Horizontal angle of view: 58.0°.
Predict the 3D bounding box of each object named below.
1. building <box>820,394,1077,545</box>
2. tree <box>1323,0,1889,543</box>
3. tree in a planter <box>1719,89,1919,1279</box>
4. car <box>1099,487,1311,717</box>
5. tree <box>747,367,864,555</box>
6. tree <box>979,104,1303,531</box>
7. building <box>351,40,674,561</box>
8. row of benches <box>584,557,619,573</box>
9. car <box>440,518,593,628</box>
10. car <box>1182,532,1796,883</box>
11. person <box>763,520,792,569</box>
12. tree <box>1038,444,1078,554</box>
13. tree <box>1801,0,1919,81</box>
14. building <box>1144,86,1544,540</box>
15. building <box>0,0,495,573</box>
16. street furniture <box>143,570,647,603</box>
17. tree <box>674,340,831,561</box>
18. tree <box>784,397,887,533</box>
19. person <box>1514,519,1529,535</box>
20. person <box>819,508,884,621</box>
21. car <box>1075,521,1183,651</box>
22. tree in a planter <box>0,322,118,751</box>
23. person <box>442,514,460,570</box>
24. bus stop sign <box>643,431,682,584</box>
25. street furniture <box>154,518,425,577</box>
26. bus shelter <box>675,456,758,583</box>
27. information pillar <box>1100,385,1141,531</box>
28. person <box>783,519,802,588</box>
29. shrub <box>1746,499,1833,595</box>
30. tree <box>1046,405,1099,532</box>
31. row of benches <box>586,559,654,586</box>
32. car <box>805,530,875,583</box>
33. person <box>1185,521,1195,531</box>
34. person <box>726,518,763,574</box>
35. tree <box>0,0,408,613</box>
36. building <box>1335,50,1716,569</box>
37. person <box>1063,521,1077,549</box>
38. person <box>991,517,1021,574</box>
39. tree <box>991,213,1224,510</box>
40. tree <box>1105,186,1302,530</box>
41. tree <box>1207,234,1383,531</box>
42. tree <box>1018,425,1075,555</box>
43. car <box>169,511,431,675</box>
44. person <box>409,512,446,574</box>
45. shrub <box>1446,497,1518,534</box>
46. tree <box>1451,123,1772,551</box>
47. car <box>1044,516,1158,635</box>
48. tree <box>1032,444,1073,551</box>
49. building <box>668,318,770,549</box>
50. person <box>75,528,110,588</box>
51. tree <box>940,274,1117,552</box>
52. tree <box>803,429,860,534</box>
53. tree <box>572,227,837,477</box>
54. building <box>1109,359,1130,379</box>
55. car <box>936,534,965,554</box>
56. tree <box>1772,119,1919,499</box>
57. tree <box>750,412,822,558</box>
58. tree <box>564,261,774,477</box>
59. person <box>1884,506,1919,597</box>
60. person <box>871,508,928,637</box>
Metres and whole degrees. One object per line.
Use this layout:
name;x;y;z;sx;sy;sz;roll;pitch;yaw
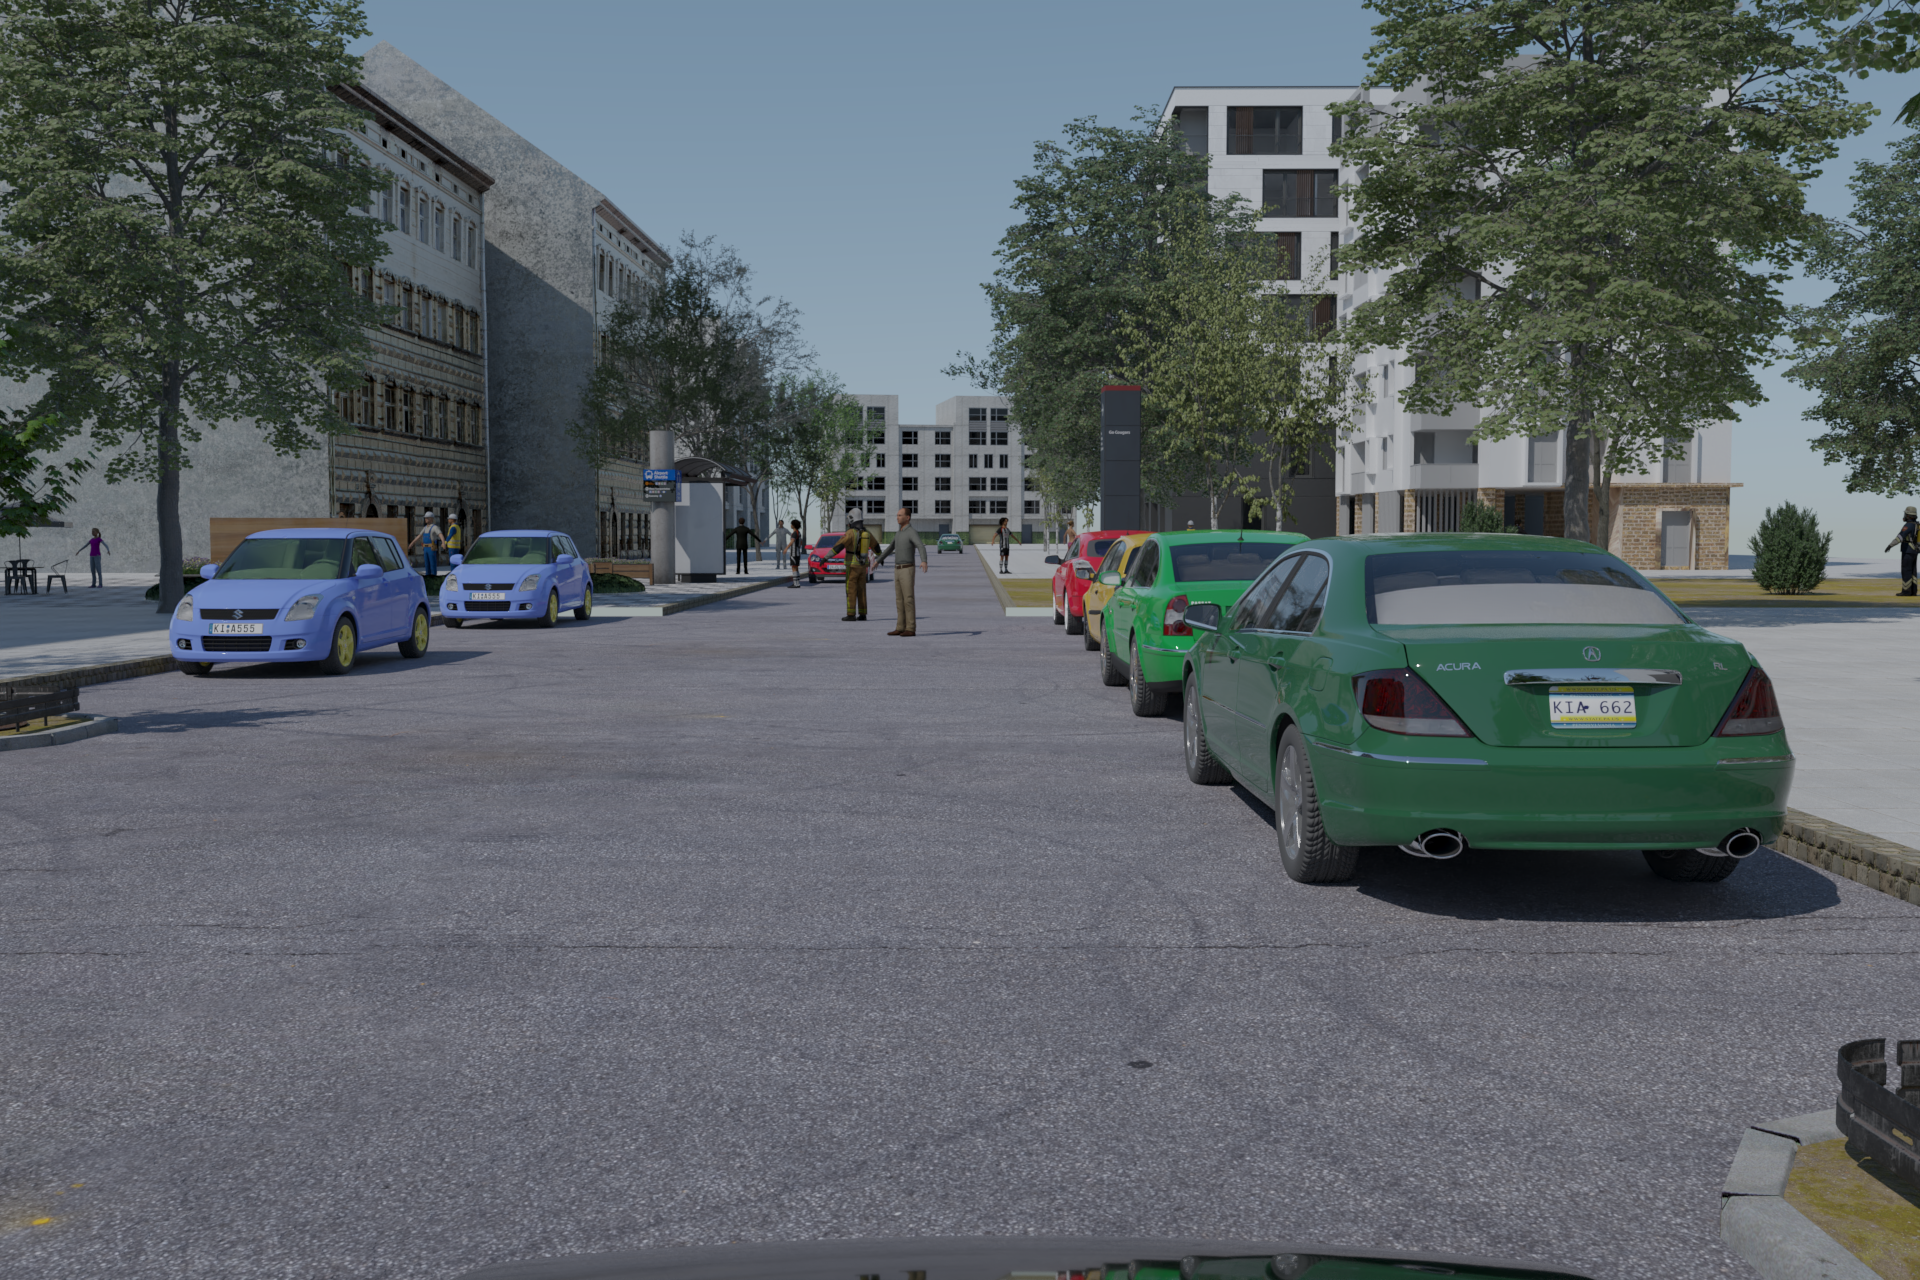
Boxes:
building;-1.912;-21.938;227.606;31.486;18.905;16.747;-1;4;-10
tree;8.873;-6.512;24.599;7.486;12.596;7.792;0;3;0
tree in a planter;2.541;-0.356;3.045;1.991;3.239;1.994;0;4;0
car;2.233;-0.378;14.970;1.959;1.807;4.718;0;4;-1
tree;-9.857;-11.188;108.680;9.928;11.665;9.643;0;3;0
tree;5.483;-8.896;52.112;9.857;13.997;8.962;0;3;0
building;-25.528;-15.639;86.632;19.493;23.208;18.063;0;4;0
row of benches;-10.882;-1.873;46.093;4.104;0.672;1.422;-1;4;-17
car;-7.037;-1.103;27.618;1.945;1.707;3.694;0;4;0
car;2.248;0.198;8.555;2.131;1.459;4.920;0;4;-1
person;-6.520;-3.488;63.215;1.347;1.806;0.705;0;4;-3
tree;6.542;-9.900;112.223;4.737;8.622;4.395;0;3;0
tree;7.992;-5.605;9.762;7.486;12.596;7.792;0;3;0
building;23.866;-15.389;95.580;27.936;21.610;32.646;0;4;1
building;-29.698;-14.336;65.316;19.493;23.208;18.063;0;4;1
street furniture;-11.753;-1.274;36.449;10.072;0.657;5.734;-2;4;-30
tree;-9.689;-8.997;81.518;7.601;10.594;8.767;3;5;45
tree;-9.556;-12.379;128.155;9.928;11.665;9.643;0;3;0
person;17.099;-2.827;52.937;0.721;1.740;1.216;-3;5;-42
person;-1.728;-1.241;28.524;1.354;1.858;0.705;-3;5;-43
car;2.389;-0.604;20.105;2.015;1.641;3.980;0;4;-1
tree in a planter;-7.125;-0.906;12.033;1.991;3.239;1.994;0;4;0
person;-13.922;-2.541;47.517;0.705;1.833;1.349;0;4;-2
bus stop sign;-7.617;-3.386;44.384;0.837;3.901;0.837;0;4;1
street furniture;-19.655;-2.523;48.103;9.812;1.723;11.010;-1;4;-23
bus shelter;-6.921;-3.305;47.963;2.014;3.302;5.546;0;4;0
information pillar;2.823;-2.516;30.516;0.750;3.857;0.750;0;4;-2
person;-4.389;-2.279;45.868;0.704;1.843;1.345;1;4;10
shrub;17.463;-1.960;36.473;1.690;2.028;1.600;0;3;0
tree;5.937;-8.104;82.865;4.737;8.622;4.395;0;3;0
row of benches;-9.527;-1.688;43.059;4.104;0.672;1.422;0;4;-6
car;-3.544;-2.634;52.108;2.155;1.783;4.494;0;4;0
person;8.425;-3.493;63.578;1.216;1.772;0.721;-1;4;-13
person;-6.936;-2.991;55.097;1.347;1.806;0.705;0;4;-7
tree;-12.650;-6.732;28.190;7.486;12.596;7.792;0;3;0
building;21.455;-13.309;74.030;16.016;20.090;11.380;0;4;0
person;3.795;-3.126;57.921;0.721;1.733;1.217;-2;4;-29
person;1.446;-3.032;55.713;1.345;1.843;0.704;-3;5;-45
tree;6.057;-9.994;70.065;9.857;13.997;8.962;0;3;0
tree;5.301;-5.264;36.425;4.737;8.622;4.395;0;3;0
tree;8.285;-5.701;43.568;4.737;8.622;4.395;0;3;0
tree;5.487;-9.625;107.728;4.360;8.622;3.978;0;3;0
car;-7.076;-0.561;18.769;1.945;1.707;3.694;0;4;1
person;-13.534;-2.344;44.174;1.347;1.847;0.705;2;4;33
shrub;10.825;-1.964;36.157;1.661;2.075;1.752;0;3;0
tree;16.534;-7.252;44.319;9.928;11.665;9.643;0;3;0
car;2.376;-1.043;26.096;2.155;1.783;4.494;0;4;0
tree;6.052;-8.982;97.216;4.737;8.622;4.395;0;3;0
building;-27.623;-17.769;156.983;16.747;18.905;31.486;0;4;1
person;-20.562;-1.948;41.111;0.991;1.433;0.599;1;4;17
tree;4.948;-16.551;126.504;12.611;20.169;13.585;0;3;0
tree;-9.211;-10.370;119.905;4.737;8.622;4.395;0;3;0
tree;-10.179;-9.724;69.357;12.009;13.543;11.850;0;3;0
building;23.976;-18.459;168.256;16.747;18.905;31.486;0;3;0
car;-0.704;-7.001;126.265;2.131;1.459;4.920;0;4;1
tree;27.902;-8.644;47.988;9.857;13.997;8.962;0;3;0
tree;-10.150;-8.831;94.756;4.360;8.622;3.978;0;3;0
tree;-9.820;-7.601;58.684;7.601;10.594;8.767;-1;4;-14
person;19.535;-1.828;35.671;1.354;1.856;0.705;-2;4;-31
person;-0.798;-0.952;24.289;0.705;1.796;1.348;-2;4;-35
